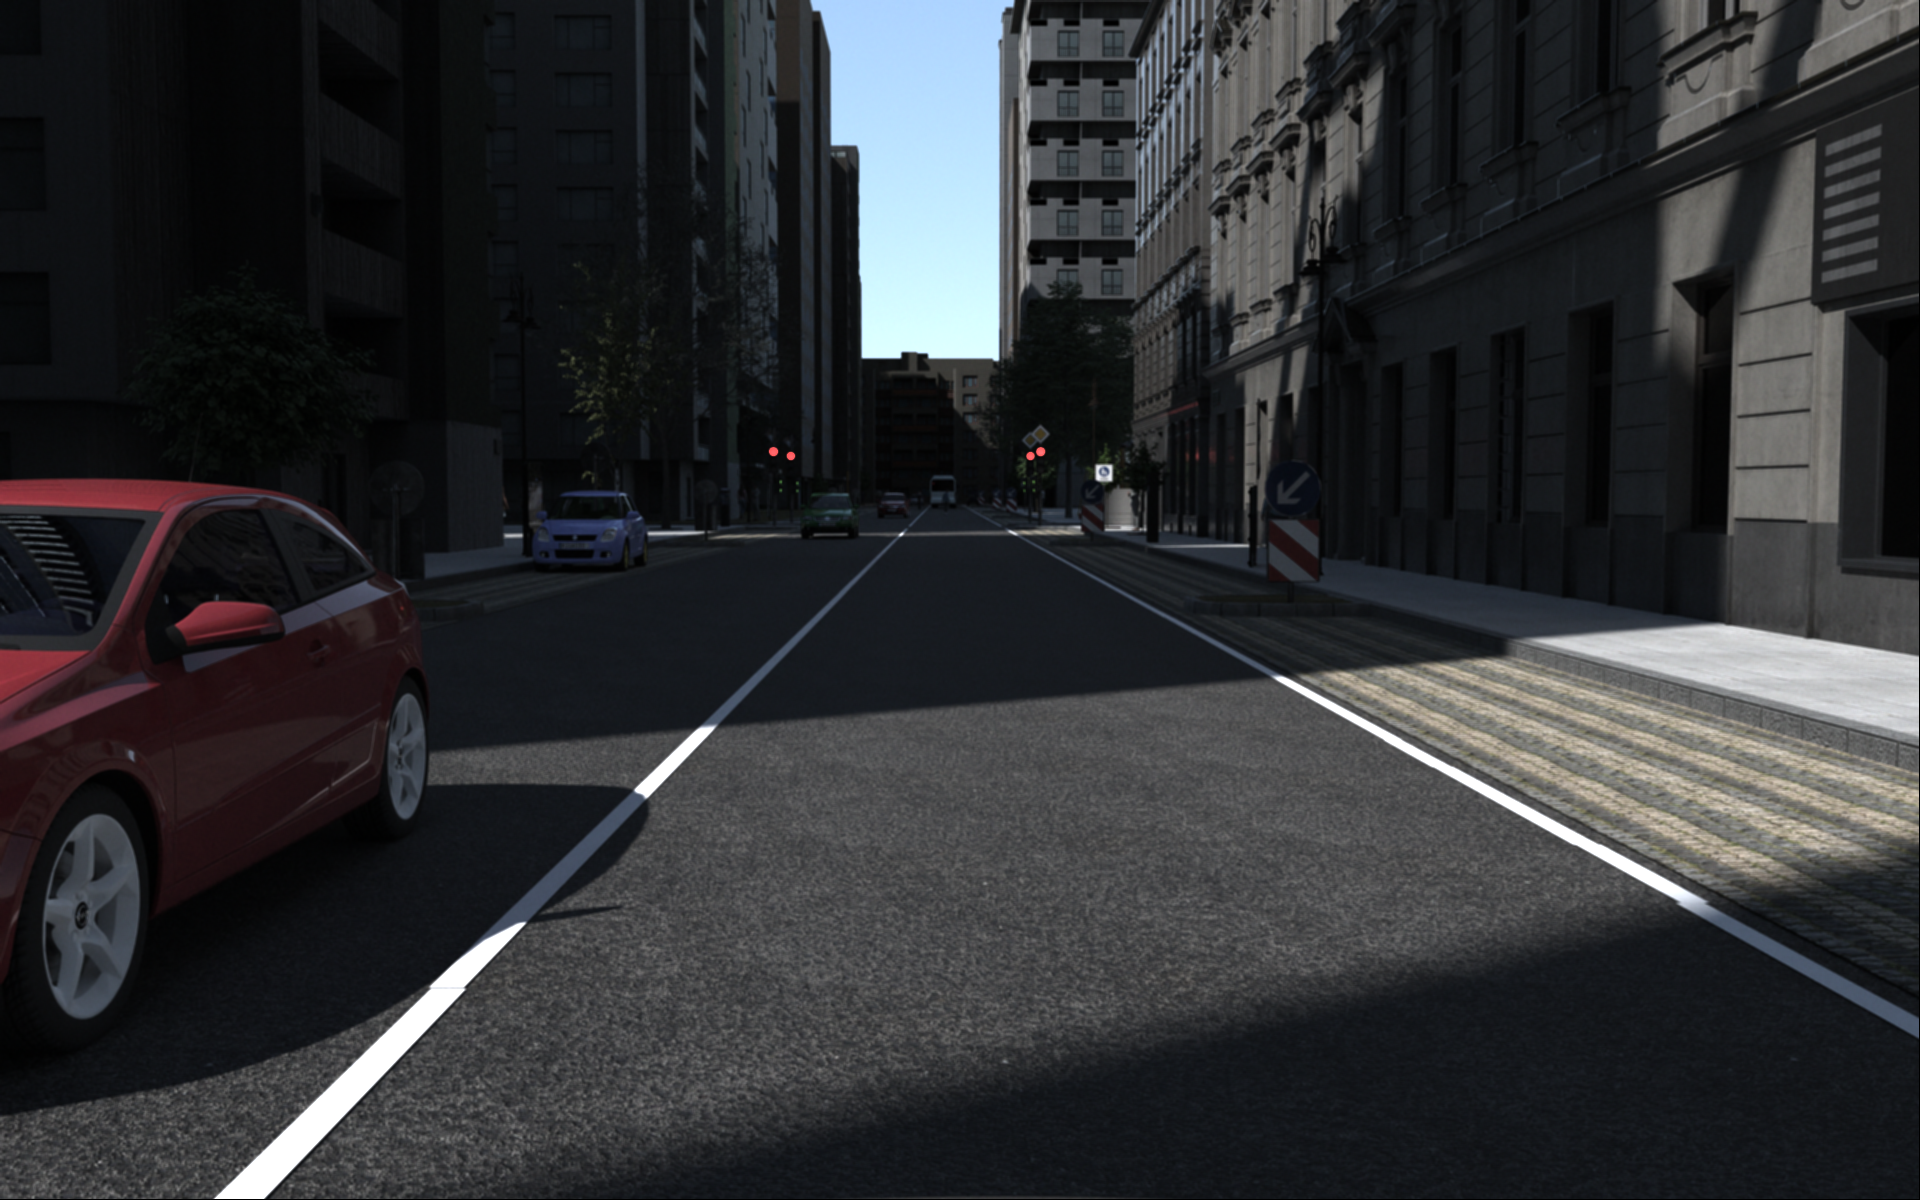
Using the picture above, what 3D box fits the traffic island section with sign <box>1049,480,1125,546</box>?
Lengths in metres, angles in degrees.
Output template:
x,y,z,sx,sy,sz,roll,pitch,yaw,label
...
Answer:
x,y,z,sx,sy,sz,roll,pitch,yaw,label
3.490,-2.406,47.970,1.989,1.847,2.006,0,4,-1,traffic island section with sign

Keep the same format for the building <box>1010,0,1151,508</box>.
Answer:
x,y,z,sx,sy,sz,roll,pitch,yaw,label
19.739,-35.529,170.145,28.713,52.752,27.495,0,4,-1,building

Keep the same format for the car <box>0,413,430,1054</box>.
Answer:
x,y,z,sx,sy,sz,roll,pitch,yaw,label
-3.154,0.201,5.758,2.155,1.783,4.494,0,4,-1,car

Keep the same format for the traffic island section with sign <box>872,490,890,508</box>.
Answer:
x,y,z,sx,sy,sz,roll,pitch,yaw,label
-8.318,-10.461,179.657,1.989,1.847,2.006,0,4,-1,traffic island section with sign

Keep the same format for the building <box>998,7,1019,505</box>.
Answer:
x,y,z,sx,sy,sz,roll,pitch,yaw,label
15.315,-41.048,213.137,21.231,58.520,28.212,0,4,-1,building

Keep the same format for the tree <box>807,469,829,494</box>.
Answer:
x,y,z,sx,sy,sz,roll,pitch,yaw,label
-10.907,-8.534,134.138,1.663,3.219,1.824,0,3,0,tree

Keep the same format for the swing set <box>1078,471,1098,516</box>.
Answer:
x,y,z,sx,sy,sz,roll,pitch,yaw,label
8.849,-6.321,100.974,3.119,2.851,2.862,-1,4,-19,swing set

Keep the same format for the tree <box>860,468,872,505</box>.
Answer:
x,y,z,sx,sy,sz,roll,pitch,yaw,label
-12.111,-13.795,209.263,4.285,4.588,4.351,0,3,0,tree

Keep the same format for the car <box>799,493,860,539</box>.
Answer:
x,y,z,sx,sy,sz,roll,pitch,yaw,label
-4.270,-2.953,57.085,1.959,1.807,4.718,0,4,-2,car

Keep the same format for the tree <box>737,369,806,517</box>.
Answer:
x,y,z,sx,sy,sz,roll,pitch,yaw,label
-10.795,-9.018,97.800,4.360,8.622,3.978,0,3,0,tree

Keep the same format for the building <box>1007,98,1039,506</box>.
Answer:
x,y,z,sx,sy,sz,roll,pitch,yaw,label
12.492,-33.164,192.342,14.600,45.320,14.200,0,4,-1,building

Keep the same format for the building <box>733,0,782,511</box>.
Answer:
x,y,z,sx,sy,sz,roll,pitch,yaw,label
-26.571,-32.150,114.888,28.713,52.752,27.495,0,4,-1,building

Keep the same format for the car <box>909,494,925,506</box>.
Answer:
x,y,z,sx,sy,sz,roll,pitch,yaw,label
-5.328,-12.431,215.253,2.014,1.417,4.499,0,4,0,car

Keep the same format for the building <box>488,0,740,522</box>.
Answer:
x,y,z,sx,sy,sz,roll,pitch,yaw,label
-18.676,-24.496,84.112,14.154,41.232,14.086,0,4,-1,building

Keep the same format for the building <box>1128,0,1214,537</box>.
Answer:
x,y,z,sx,sy,sz,roll,pitch,yaw,label
11.591,-12.866,59.517,9.793,20.994,18.267,0,4,-1,building

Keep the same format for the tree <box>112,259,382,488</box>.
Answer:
x,y,z,sx,sy,sz,roll,pitch,yaw,label
-10.018,-2.480,24.267,4.285,4.588,4.351,0,3,0,tree

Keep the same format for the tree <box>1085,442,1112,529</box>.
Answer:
x,y,z,sx,sy,sz,roll,pitch,yaw,label
5.410,-4.305,64.985,1.663,3.219,1.824,0,3,0,tree

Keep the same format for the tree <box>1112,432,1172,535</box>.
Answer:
x,y,z,sx,sy,sz,roll,pitch,yaw,label
5.769,-3.653,54.328,1.663,3.219,1.824,0,3,0,tree

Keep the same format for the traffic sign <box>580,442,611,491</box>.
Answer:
x,y,z,sx,sy,sz,roll,pitch,yaw,label
-8.876,-2.573,42.171,0.768,2.556,0.104,0,4,8,traffic sign

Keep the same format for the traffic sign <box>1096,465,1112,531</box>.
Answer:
x,y,z,sx,sy,sz,roll,pitch,yaw,label
5.002,-3.547,60.115,0.606,2.300,0.079,0,4,8,traffic sign

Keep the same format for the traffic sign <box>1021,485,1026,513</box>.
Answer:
x,y,z,sx,sy,sz,roll,pitch,yaw,label
4.494,-7.172,119.385,0.606,2.300,0.079,0,4,2,traffic sign

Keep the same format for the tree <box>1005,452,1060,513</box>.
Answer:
x,y,z,sx,sy,sz,roll,pitch,yaw,label
5.235,-8.110,116.317,4.285,4.588,4.351,0,3,0,tree

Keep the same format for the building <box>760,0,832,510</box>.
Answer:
x,y,z,sx,sy,sz,roll,pitch,yaw,label
-19.170,-31.137,159.203,14.600,45.320,14.200,0,4,-1,building

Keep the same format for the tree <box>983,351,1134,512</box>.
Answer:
x,y,z,sx,sy,sz,roll,pitch,yaw,label
5.447,-12.078,123.228,9.928,11.665,9.643,0,3,0,tree

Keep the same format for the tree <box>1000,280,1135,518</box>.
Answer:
x,y,z,sx,sy,sz,roll,pitch,yaw,label
5.481,-10.674,92.653,7.486,12.596,7.792,0,3,0,tree

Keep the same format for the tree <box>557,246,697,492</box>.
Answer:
x,y,z,sx,sy,sz,roll,pitch,yaw,label
-10.298,-6.246,52.479,4.737,8.622,4.395,0,3,0,tree

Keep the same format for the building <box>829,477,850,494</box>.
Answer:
x,y,z,sx,sy,sz,roll,pitch,yaw,label
-27.848,-29.752,178.329,32.217,40.220,23.993,0,4,-1,building

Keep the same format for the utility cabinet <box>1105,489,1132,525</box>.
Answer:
x,y,z,sx,sy,sz,roll,pitch,yaw,label
6.432,-3.800,70.810,1.173,1.500,0.318,0,4,-6,utility cabinet

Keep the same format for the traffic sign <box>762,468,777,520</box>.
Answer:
x,y,z,sx,sy,sz,roll,pitch,yaw,label
-9.326,-5.185,84.884,0.768,2.556,0.104,0,4,2,traffic sign

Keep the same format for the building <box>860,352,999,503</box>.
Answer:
x,y,z,sx,sy,sz,roll,pitch,yaw,label
-6.445,-24.881,251.842,28.899,21.520,27.650,0,4,-1,building

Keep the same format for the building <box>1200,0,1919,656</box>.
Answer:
x,y,z,sx,sy,sz,roll,pitch,yaw,label
15.284,-15.376,27.812,17.030,29.872,44.131,0,4,-1,building

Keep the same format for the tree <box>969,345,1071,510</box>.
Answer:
x,y,z,sx,sy,sz,roll,pitch,yaw,label
5.529,-14.006,139.373,12.009,13.543,11.850,0,3,0,tree

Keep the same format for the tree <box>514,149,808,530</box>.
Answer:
x,y,z,sx,sy,sz,roll,pitch,yaw,label
-10.580,-9.282,62.129,12.009,13.543,11.850,0,3,0,tree

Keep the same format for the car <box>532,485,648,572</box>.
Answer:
x,y,z,sx,sy,sz,roll,pitch,yaw,label
-6.992,-1.425,32.892,1.945,1.707,3.694,0,4,-2,car

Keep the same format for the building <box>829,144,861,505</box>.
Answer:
x,y,z,sx,sy,sz,roll,pitch,yaw,label
-18.766,-31.425,197.398,14.154,41.232,14.086,0,4,-1,building

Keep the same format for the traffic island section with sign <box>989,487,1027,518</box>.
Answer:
x,y,z,sx,sy,sz,roll,pitch,yaw,label
2.901,-5.740,102.470,1.989,1.847,2.006,0,4,-1,traffic island section with sign

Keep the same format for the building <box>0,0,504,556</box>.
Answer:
x,y,z,sx,sy,sz,roll,pitch,yaw,label
-18.173,-16.089,34.761,14.160,30.474,14.107,0,4,-1,building

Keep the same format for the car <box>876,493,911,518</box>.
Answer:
x,y,z,sx,sy,sz,roll,pitch,yaw,label
-4.008,-5.854,104.747,2.155,1.783,4.494,0,4,1,car

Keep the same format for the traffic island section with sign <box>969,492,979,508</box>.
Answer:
x,y,z,sx,sy,sz,roll,pitch,yaw,label
2.098,-10.466,179.740,1.989,1.847,2.006,0,4,-1,traffic island section with sign

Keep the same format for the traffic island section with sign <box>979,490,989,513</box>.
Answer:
x,y,z,sx,sy,sz,roll,pitch,yaw,label
2.630,-7.388,129.424,1.989,1.847,2.006,0,4,-1,traffic island section with sign

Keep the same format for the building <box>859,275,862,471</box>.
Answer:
x,y,z,sx,sy,sz,roll,pitch,yaw,label
-19.553,-27.444,220.413,14.107,30.474,14.160,0,4,-1,building
